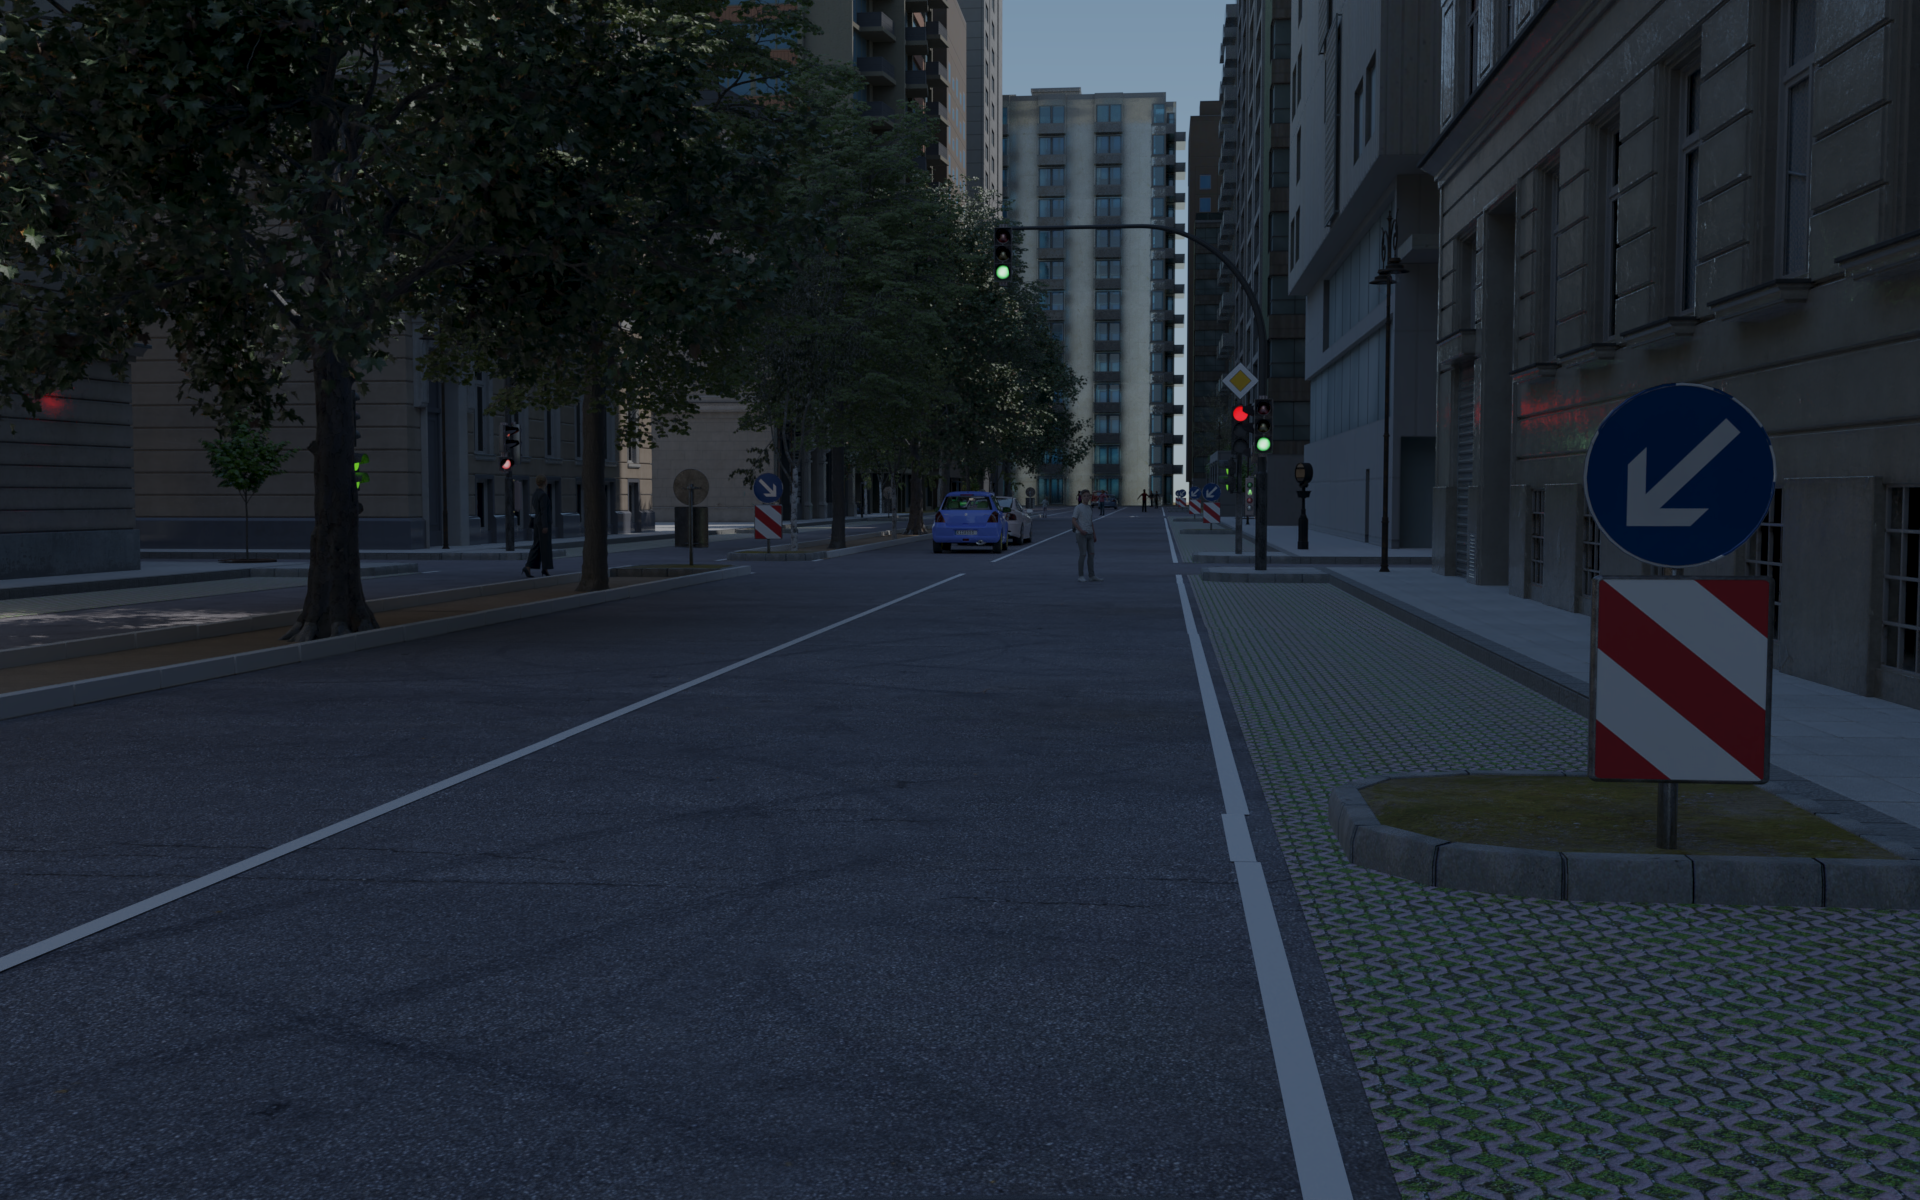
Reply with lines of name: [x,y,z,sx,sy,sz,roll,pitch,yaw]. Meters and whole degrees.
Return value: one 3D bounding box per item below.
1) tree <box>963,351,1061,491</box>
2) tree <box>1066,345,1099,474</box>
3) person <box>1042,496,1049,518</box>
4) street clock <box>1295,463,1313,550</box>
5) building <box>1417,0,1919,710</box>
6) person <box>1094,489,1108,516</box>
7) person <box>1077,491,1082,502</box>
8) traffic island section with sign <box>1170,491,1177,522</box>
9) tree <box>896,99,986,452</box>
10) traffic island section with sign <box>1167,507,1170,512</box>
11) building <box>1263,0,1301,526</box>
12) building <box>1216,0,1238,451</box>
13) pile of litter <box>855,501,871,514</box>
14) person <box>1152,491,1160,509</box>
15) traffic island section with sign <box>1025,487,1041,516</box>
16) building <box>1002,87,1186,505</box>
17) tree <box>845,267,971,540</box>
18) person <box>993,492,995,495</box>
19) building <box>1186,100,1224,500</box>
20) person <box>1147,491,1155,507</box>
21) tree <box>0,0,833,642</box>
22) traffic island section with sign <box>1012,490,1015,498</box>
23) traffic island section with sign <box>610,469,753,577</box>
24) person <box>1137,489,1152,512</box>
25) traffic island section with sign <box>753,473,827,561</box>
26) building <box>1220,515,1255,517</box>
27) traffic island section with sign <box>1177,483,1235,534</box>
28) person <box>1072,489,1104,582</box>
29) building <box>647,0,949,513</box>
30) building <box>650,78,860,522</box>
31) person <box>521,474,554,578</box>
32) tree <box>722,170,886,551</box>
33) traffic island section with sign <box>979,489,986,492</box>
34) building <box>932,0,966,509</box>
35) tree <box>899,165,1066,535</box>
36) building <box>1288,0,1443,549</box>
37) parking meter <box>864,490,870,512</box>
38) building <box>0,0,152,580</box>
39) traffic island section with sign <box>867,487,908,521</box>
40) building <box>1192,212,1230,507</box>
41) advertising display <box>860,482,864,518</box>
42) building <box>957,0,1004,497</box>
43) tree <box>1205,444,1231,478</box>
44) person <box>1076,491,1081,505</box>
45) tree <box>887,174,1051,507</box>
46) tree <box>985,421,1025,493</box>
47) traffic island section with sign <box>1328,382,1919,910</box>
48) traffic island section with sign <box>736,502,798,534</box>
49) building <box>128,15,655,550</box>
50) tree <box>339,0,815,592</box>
tree: [0.506,-8.723,79.495,8.767,10.594,7.601,0,4,7]
tree: [2.586,-10.618,93.068,9.611,12.733,9.660,0,3,0]
person: [5.119,-5.604,104.410,0.425,1.301,0.394,-1,4,-17]
street clock: [7.949,-2.171,40.074,0.358,2.002,0.471,-1,4,-19]
building: [13.320,-10.976,12.747,16.112,22.955,30.059,0,4,7]
person: [9.443,-6.513,115.702,0.721,1.743,1.217,-3,5,-42]
person: [10.903,-9.075,157.611,0.721,1.736,1.217,1,4,21]
traffic island section with sign: [12.090,-4.979,90.039,1.989,1.847,2.006,0,4,7]
tree: [-3.245,-7.629,45.320,7.486,12.596,7.792,0,3,0]
traffic island section with sign: [17.645,-7.936,138.386,1.989,1.847,2.006,0,4,7]
building: [20.153,-18.556,75.096,14.160,30.474,14.107,0,4,7]
building: [34.595,-32.769,155.375,23.786,49.044,30.456,0,4,7]
pile of litter: [-6.405,-5.841,109.472,1.719,0.858,1.176,1,4,17]
person: [19.369,-9.911,171.264,0.721,1.735,1.217,3,5,45]
traffic island section with sign: [4.518,-6.388,112.584,2.006,1.907,1.989,0,4,7]
building: [11.433,-35.924,206.961,30.456,49.044,23.786,0,4,7]
tree: [-1.986,-6.080,52.231,4.737,8.622,4.395,0,3,0]
person: [2.776,-8.873,153.446,0.709,1.838,0.599,-2,4,-23]
building: [33.458,-33.632,199.993,14.200,45.320,14.600,0,4,7]
person: [21.152,-11.188,191.440,0.705,1.821,1.348,-2,4,-29]
tree: [-6.132,-5.954,16.821,9.611,12.733,9.660,0,3,0]
traffic island section with sign: [5.005,-9.734,167.781,1.989,1.847,2.006,0,4,7]
traffic island section with sign: [-4.912,-1.372,30.577,2.006,1.907,1.989,0,4,7]
person: [14.538,-7.828,136.447,1.348,1.831,0.705,2,4,29]
traffic island section with sign: [-4.056,-1.823,37.934,2.006,1.907,1.989,0,4,7]
building: [25.139,-40.398,98.759,20.563,71.187,20.611,0,4,7]
traffic island section with sign: [8.879,-3.268,62.054,1.989,1.847,2.006,0,4,7]
person: [2.068,-1.054,28.322,0.523,1.515,0.503,1,4,16]
building: [-12.654,-28.999,128.750,22.147,44.769,28.867,0,4,7]
building: [-12.562,-13.972,79.356,10.553,20.767,40.483,0,4,7]
person: [-7.207,-1.273,29.728,0.576,1.772,0.534,2,4,31]
tree: [-3.765,-5.298,39.448,4.360,8.622,3.978,0,3,0]
traffic island section with sign: [1.818,-8.037,140.035,1.989,1.847,2.006,0,4,7]
building: [-7.108,-30.569,149.915,14.600,45.320,14.200,0,4,7]
tree: [-1.521,-8.608,60.205,9.611,12.733,9.660,0,3,0]
building: [23.515,-28.088,48.475,27.495,52.752,28.713,0,4,7]
parking meter: [-6.045,-6.389,112.876,0.372,1.533,0.369,0,3,0]
building: [-31.285,-12.619,25.398,34.723,24.649,14.460,0,4,7]
traffic island section with sign: [-3.773,-5.068,91.494,1.989,1.847,2.006,0,4,7]
building: [31.106,-24.905,178.890,14.160,30.474,14.107,0,4,7]
advertising display: [-5.321,-5.427,93.941,0.123,1.923,0.974,0,4,-7]
building: [-6.606,-45.344,179.628,20.611,71.187,20.563,0,4,7]
tree: [17.788,-7.975,114.101,4.285,4.588,4.351,0,3,0]
person: [10.449,-8.653,150.662,0.721,1.739,1.217,-2,4,-32]
tree: [-0.699,-9.837,69.952,9.857,13.997,8.962,0,3,0]
tree: [1.602,-8.129,85.727,4.737,8.622,4.395,0,3,0]
traffic island section with sign: [2.544,0.102,6.959,1.989,1.847,2.006,0,4,7]
traffic island section with sign: [-6.993,-3.349,63.382,1.989,1.847,2.006,0,4,7]
building: [-17.676,-16.107,49.257,13.634,28.700,20.117,0,4,7]
tree: [-5.409,-6.413,25.432,7.486,12.596,7.792,0,3,0]
